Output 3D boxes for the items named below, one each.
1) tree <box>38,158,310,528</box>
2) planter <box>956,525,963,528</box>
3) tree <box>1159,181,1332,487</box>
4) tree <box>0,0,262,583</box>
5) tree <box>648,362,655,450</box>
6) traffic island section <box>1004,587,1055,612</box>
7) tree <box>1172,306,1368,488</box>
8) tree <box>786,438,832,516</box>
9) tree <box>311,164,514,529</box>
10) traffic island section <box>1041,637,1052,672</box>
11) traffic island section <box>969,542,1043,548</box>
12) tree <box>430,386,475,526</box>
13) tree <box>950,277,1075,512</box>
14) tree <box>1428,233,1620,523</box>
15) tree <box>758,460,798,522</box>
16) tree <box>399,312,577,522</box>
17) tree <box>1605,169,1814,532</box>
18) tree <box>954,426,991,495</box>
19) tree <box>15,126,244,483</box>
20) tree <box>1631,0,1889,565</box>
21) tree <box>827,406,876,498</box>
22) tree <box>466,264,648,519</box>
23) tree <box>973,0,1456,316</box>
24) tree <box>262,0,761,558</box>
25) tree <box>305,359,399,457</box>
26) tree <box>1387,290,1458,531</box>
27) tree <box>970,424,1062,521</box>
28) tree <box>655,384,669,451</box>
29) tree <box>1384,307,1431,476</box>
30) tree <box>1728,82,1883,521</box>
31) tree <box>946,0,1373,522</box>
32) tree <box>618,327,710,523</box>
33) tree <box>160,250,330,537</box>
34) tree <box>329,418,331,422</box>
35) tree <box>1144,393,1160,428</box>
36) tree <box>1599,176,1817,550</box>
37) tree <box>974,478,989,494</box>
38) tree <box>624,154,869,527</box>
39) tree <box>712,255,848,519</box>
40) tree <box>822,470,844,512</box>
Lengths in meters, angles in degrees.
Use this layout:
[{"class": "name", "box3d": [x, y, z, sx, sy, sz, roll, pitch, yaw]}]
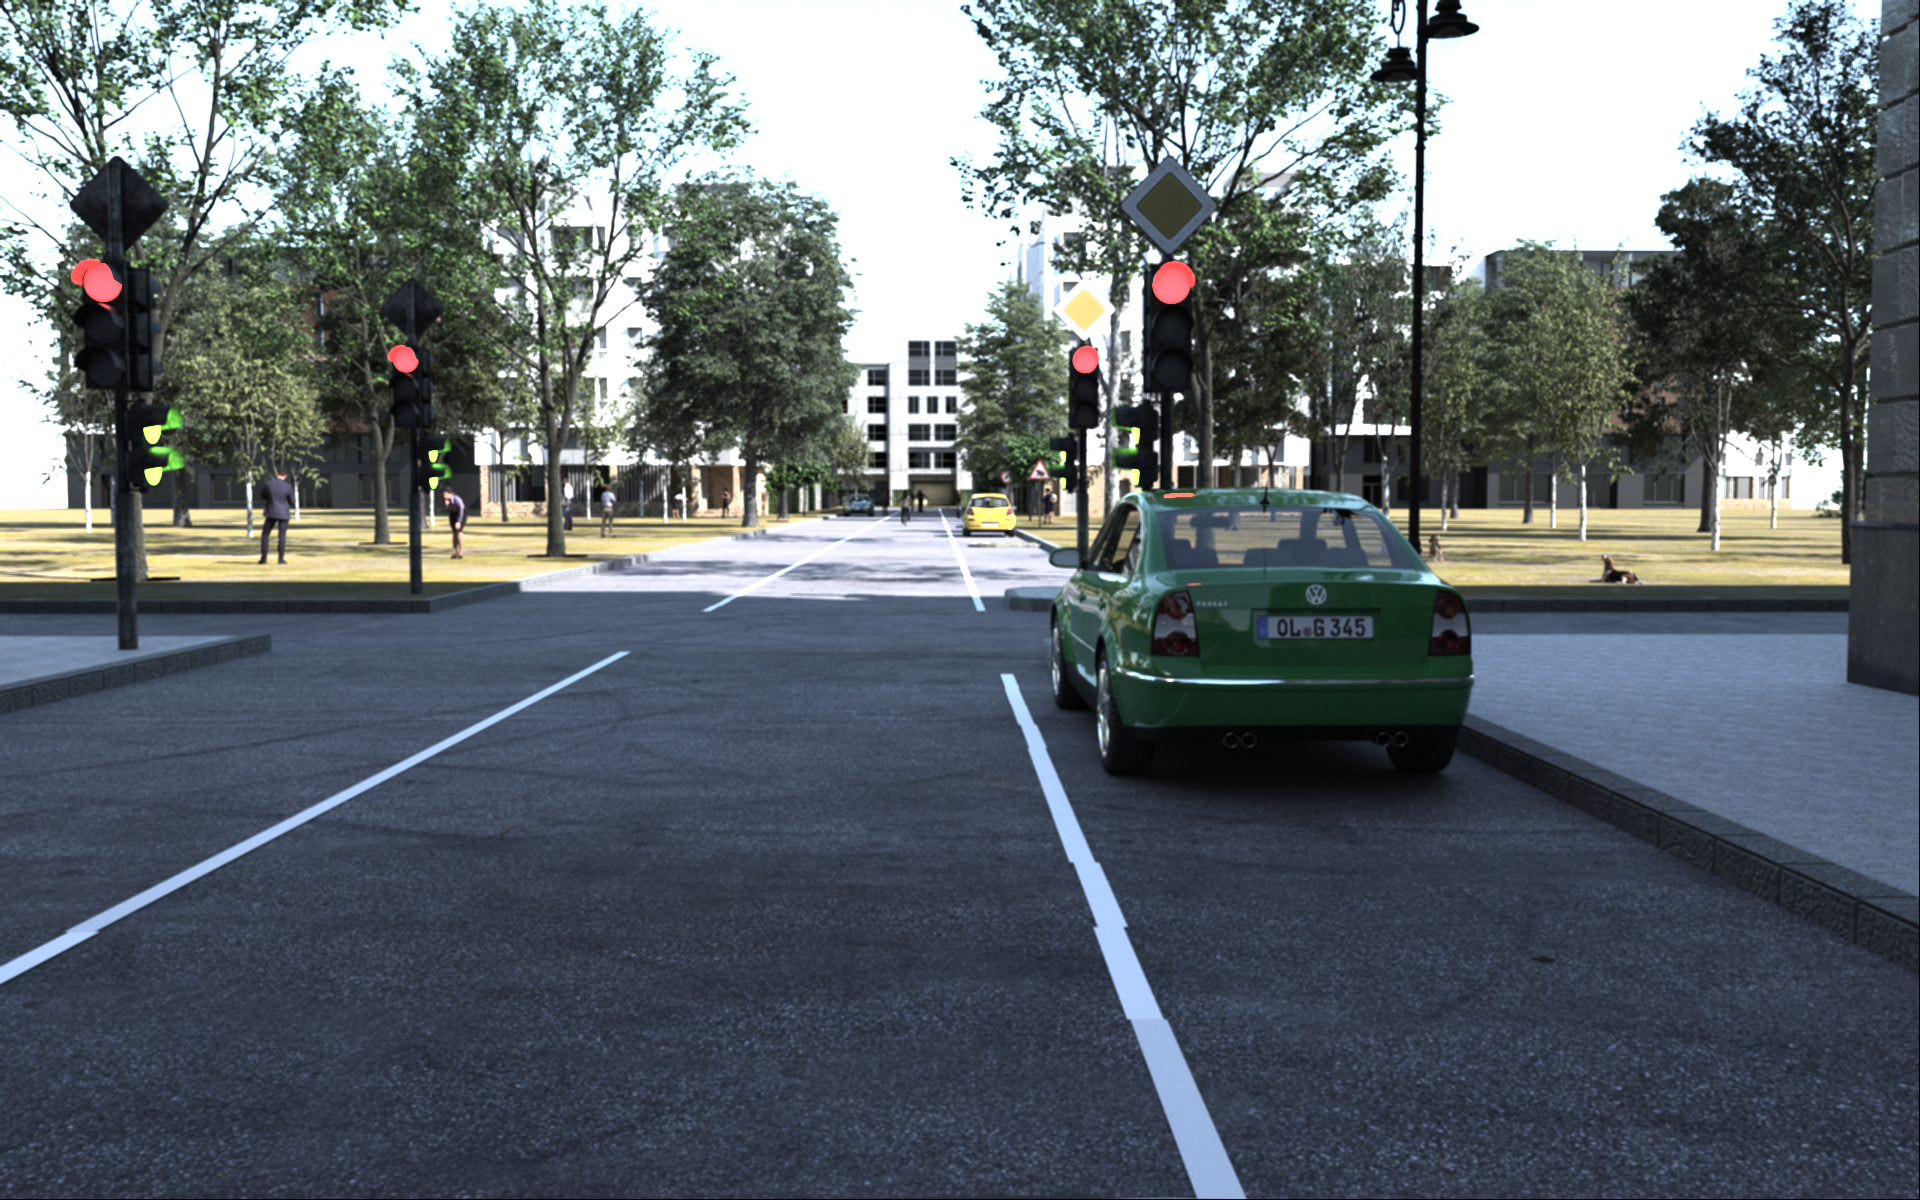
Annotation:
[{"class": "tree", "box3d": [-29.911, -9.754, 66.131, 9.857, 13.997, 8.962, 0, 3, 0]}, {"class": "planter", "box3d": [0.828, -3.243, 74.165, 1.991, 0.319, 1.994, 0, 4, -1]}, {"class": "tree", "box3d": [9.748, -8.485, 60.792, 6.751, 12.117, 7.091, 0, 3, 0]}, {"class": "tree", "box3d": [-12.133, -6.095, 25.413, 9.928, 11.665, 9.643, 0, 3, 0]}, {"class": "tree", "box3d": [-18.637, -8.402, 87.737, 4.737, 8.622, 4.395, 0, 3, 0]}, {"class": "traffic island section", "box3d": [1.611, -0.011, 22.460, 2.009, 0.180, 2.903, 0, 4, -1]}, {"class": "tree", "box3d": [14.142, -8.781, 77.976, 8.767, 10.594, 7.601, 0, 4, -2]}, {"class": "tree", "box3d": [-8.965, -7.087, 99.589, 4.285, 4.588, 4.351, 0, 3, 0]}, {"class": "tree", "box3d": [-19.961, -9.492, 62.615, 7.806, 13.903, 7.818, 0, 3, 0]}, {"class": "traffic island section", "box3d": [1.733, 0.477, 14.475, 2.009, 0.180, 2.903, 0, 4, -1]}, {"class": "traffic island section", "box3d": [1.231, -1.490, 47.231, 1.991, 0.108, 1.994, 0, 4, -1]}, {"class": "tree", "box3d": [-21.344, -7.349, 70.524, 4.360, 8.622, 3.978, 0, 3, 0]}, {"class": "tree", "box3d": [3.038, -10.594, 91.336, 7.486, 12.596, 7.792, 0, 3, 0]}, {"class": "tree", "box3d": [25.384, -9.647, 75.858, 7.486, 12.596, 7.792, 0, 3, 0]}, {"class": "tree", "box3d": [-8.444, -5.205, 79.706, 1.663, 3.219, 1.824, 0, 3, 0]}, {"class": "tree", "box3d": [-21.295, -8.871, 79.461, 7.601, 10.594, 8.767, -1, 4, -22]}, {"class": "tree", "box3d": [25.133, -8.309, 57.904, 6.751, 12.117, 7.091, 0, 3, 0]}, {"class": "tree", "box3d": [1.448, -13.266, 167.263, 4.360, 8.622, 3.978, 0, 3, 0]}, {"class": "tree", "box3d": [-16.826, -5.165, 34.811, 4.360, 8.622, 3.978, 0, 3, 0]}, {"class": "tree", "box3d": [15.949, -5.935, 31.451, 7.601, 10.594, 8.767, 1, 4, 20]}, {"class": "tree", "box3d": [-9.251, -11.760, 142.637, 4.737, 8.622, 4.395, 0, 3, 0]}, {"class": "tree", "box3d": [-13.291, -6.420, 55.334, 4.737, 8.622, 4.395, 0, 3, 0]}, {"class": "tree", "box3d": [3.883, -6.269, 28.255, 9.928, 11.665, 9.643, 0, 3, 0]}, {"class": "tree", "box3d": [-8.109, -6.681, 34.995, 9.928, 11.665, 9.643, 0, 3, 0]}, {"class": "tree", "box3d": [-30.527, -9.545, 90.478, 7.601, 10.594, 8.767, -1, 4, -18]}, {"class": "tree", "box3d": [16.968, -6.743, 60.612, 4.737, 8.622, 4.395, 0, 3, 0]}, {"class": "tree", "box3d": [3.346, -5.999, 81.805, 4.285, 4.588, 4.351, 0, 3, 0]}, {"class": "tree", "box3d": [-17.379, -8.779, 93.900, 4.737, 8.622, 4.395, 0, 3, 0]}, {"class": "tree", "box3d": [25.993, -10.533, 90.345, 7.486, 12.596, 7.792, 0, 3, 0]}, {"class": "tree", "box3d": [25.088, -7.930, 47.784, 7.486, 12.596, 7.792, 0, 3, 0]}, {"class": "tree", "box3d": [5.293, -11.743, 47.881, 12.611, 20.169, 13.585, 0, 3, 0]}, {"class": "tree", "box3d": [-12.985, -7.692, 76.131, 4.360, 8.622, 3.978, 0, 3, 0]}, {"class": "tree", "box3d": [-21.362, -6.169, 51.233, 4.737, 8.622, 4.395, 0, 3, 0]}, {"class": "tree", "box3d": [-29.578, -7.615, 74.869, 4.737, 8.622, 4.395, 0, 3, 0]}, {"class": "tree", "box3d": [12.786, -9.380, 87.768, 8.767, 10.594, 7.601, 2, 4, 27]}, {"class": "tree", "box3d": [17.117, -5.450, 39.470, 4.360, 8.622, 3.978, 0, 3, 0]}, {"class": "tree", "box3d": [2.003, -9.643, 152.272, 1.663, 3.219, 1.824, 0, 3, 0]}, {"class": "tree", "box3d": [-8.019, -9.786, 66.658, 9.857, 13.997, 8.962, 0, 3, 0]}, {"class": "tree", "box3d": [-9.506, -11.179, 90.202, 7.806, 13.903, 7.818, 0, 3, 0]}, {"class": "tree", "box3d": [-9.346, -7.845, 122.869, 1.663, 3.219, 1.824, 0, 3, 0]}]
